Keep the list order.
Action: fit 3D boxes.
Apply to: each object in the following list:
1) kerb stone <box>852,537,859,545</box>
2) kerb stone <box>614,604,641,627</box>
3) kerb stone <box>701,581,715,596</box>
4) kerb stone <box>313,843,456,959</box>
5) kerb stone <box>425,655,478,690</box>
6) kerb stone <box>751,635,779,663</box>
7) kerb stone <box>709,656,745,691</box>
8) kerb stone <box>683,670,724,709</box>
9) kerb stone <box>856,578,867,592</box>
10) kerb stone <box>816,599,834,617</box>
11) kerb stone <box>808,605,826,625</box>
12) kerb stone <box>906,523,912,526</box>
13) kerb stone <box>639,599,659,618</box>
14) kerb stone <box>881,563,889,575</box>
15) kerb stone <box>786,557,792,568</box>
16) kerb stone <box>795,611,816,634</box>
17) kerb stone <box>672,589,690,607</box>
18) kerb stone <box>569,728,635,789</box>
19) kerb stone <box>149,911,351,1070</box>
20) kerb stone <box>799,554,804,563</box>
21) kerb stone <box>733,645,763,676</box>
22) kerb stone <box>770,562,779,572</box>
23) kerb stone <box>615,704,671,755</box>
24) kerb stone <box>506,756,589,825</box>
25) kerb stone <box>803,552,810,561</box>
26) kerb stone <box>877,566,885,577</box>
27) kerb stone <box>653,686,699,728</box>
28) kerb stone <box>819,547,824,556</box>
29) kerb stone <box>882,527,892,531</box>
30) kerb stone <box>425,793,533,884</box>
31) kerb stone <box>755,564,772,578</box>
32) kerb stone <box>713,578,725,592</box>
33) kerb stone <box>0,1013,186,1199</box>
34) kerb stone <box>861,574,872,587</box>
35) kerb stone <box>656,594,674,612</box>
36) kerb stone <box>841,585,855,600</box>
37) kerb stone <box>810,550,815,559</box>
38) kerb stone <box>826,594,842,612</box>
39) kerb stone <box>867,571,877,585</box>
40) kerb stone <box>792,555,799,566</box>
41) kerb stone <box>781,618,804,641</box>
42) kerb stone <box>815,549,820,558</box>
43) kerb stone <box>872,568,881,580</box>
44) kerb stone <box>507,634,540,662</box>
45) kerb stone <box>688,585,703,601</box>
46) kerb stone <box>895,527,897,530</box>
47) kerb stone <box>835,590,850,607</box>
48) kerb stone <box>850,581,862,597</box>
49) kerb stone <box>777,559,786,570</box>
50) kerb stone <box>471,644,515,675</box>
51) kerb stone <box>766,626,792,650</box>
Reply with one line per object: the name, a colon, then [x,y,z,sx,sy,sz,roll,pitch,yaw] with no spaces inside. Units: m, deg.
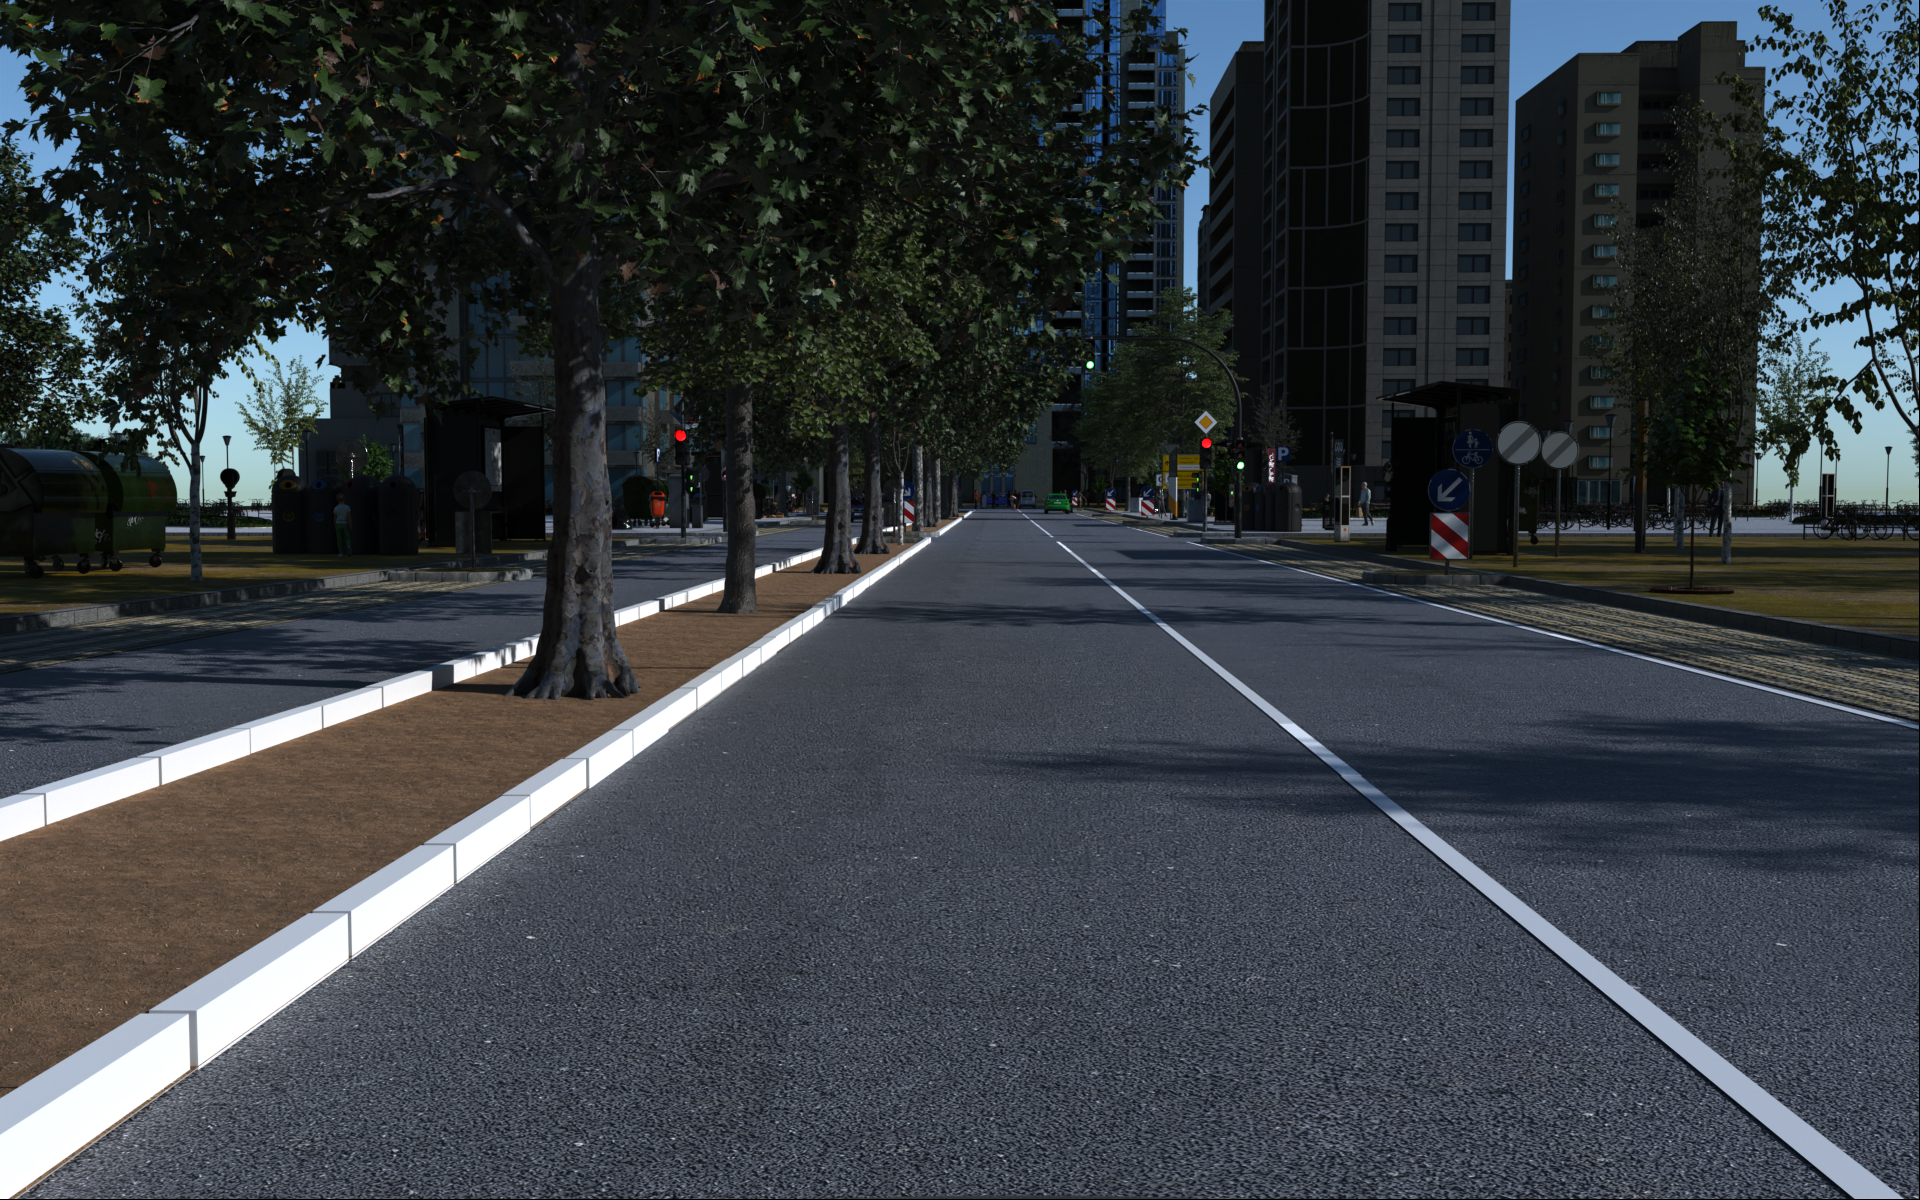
kerb stone: [-3.032,-1.759,50.958,0.120,0.150,1.000,0,4,1]
kerb stone: [-3.728,0.182,19.212,0.120,0.150,1.000,0,4,1]
kerb stone: [-3.620,-0.130,24.323,0.120,0.150,1.000,0,4,1]
kerb stone: [-1.922,1.001,5.831,0.120,0.150,1.000,0,4,1]
kerb stone: [-3.864,0.559,13.062,0.120,0.150,1.000,0,4,1]
kerb stone: [-1.718,0.439,15.051,0.120,0.150,1.000,0,4,1]
kerb stone: [-1.769,0.562,13.005,0.120,0.150,1.000,0,4,1]
kerb stone: [-1.790,0.625,11.983,0.120,0.150,1.000,0,4,1]
kerb stone: [-1.491,-0.191,25.314,0.120,0.150,1.000,0,4,1]
kerb stone: [-1.610,0.123,20.184,0.120,0.150,1.000,0,4,1]
kerb stone: [-1.626,0.192,19.158,0.120,0.150,1.000,0,4,1]
kerb stone: [-2.369,-3.610,81.215,0.120,0.150,1.000,0,4,1]
kerb stone: [-3.701,0.120,20.234,0.120,0.150,1.000,0,4,1]
kerb stone: [-1.379,-0.505,30.448,0.120,0.150,1.000,0,4,1]
kerb stone: [-3.416,-0.693,33.546,0.120,0.150,1.000,0,4,1]
kerb stone: [-1.650,0.249,18.129,0.120,0.150,1.000,0,4,1]
kerb stone: [-3.660,-0.003,22.279,0.120,0.150,1.000,0,4,1]
kerb stone: [-1.850,0.812,8.914,0.120,0.150,1.000,0,4,1]
kerb stone: [-1.944,1.064,4.804,0.120,0.150,1.000,0,4,1]
kerb stone: [-3.376,-0.820,35.596,0.120,0.150,1.000,0,4,1]
kerb stone: [-1.743,0.504,14.029,0.120,0.150,1.000,0,4,1]
kerb stone: [-3.462,-0.568,31.484,0.120,0.150,1.000,0,4,1]
kerb stone: [-1.829,0.750,9.938,0.120,0.150,1.000,0,4,1]
kerb stone: [-1.882,0.875,7.891,0.120,0.150,1.000,0,4,1]
kerb stone: [-3.346,-0.878,36.624,0.120,0.150,1.000,0,4,1]
kerb stone: [-1.404,-0.442,29.427,0.120,0.150,1.000,0,4,1]
kerb stone: [-1.815,0.690,10.961,0.120,0.150,1.000,0,4,1]
kerb stone: [-3.287,-1.068,39.698,0.120,0.150,1.000,0,4,1]
kerb stone: [-2.730,-2.607,64.819,0.120,0.150,1.000,0,4,1]
kerb stone: [-1.899,0.938,6.862,0.120,0.150,1.000,0,4,1]
kerb stone: [-3.479,-0.506,30.462,0.120,0.150,1.000,0,4,1]
kerb stone: [-3.594,-0.193,25.347,0.120,0.150,1.000,0,4,1]
kerb stone: [-1.974,1.126,3.781,0.120,0.150,1.000,0,4,1]
kerb stone: [-1.474,-0.253,26.344,0.120,0.150,1.000,0,4,1]
kerb stone: [-3.690,0.063,21.258,0.120,0.150,1.000,0,4,1]
kerb stone: [-1.540,-0.065,23.265,0.120,0.150,1.000,0,4,1]
kerb stone: [-3.325,-0.945,37.652,0.120,0.150,1.000,0,4,1]
kerb stone: [-1.587,0.060,21.207,0.120,0.150,1.000,0,4,1]
kerb stone: [-1.447,-0.316,27.367,0.120,0.150,1.000,0,4,1]
kerb stone: [-3.391,-0.757,34.574,0.120,0.150,1.000,0,4,1]
kerb stone: [-1.678,0.311,17.107,0.120,0.150,1.000,0,4,1]
kerb stone: [-3.299,-1.008,38.674,0.120,0.150,1.000,0,4,1]
kerb stone: [-1.427,-0.379,28.389,0.120,0.150,1.000,0,4,1]
kerb stone: [-3.827,0.435,15.111,0.120,0.150,1.000,0,4,1]
kerb stone: [-3.634,-0.068,23.301,0.120,0.150,1.000,0,4,1]
kerb stone: [-2.662,-2.795,67.891,0.120,0.150,1.000,0,4,1]
kerb stone: [-1.554,0.001,22.229,0.120,0.150,1.000,0,4,1]
kerb stone: [-1.511,-0.128,24.290,0.120,0.150,1.000,0,4,1]
kerb stone: [-3.435,-0.631,32.512,0.120,0.150,1.000,0,4,1]
kerb stone: [-3.844,0.496,14.089,0.120,0.150,1.000,0,4,1]
kerb stone: [-1.704,0.374,16.082,0.120,0.150,1.000,0,4,1]
